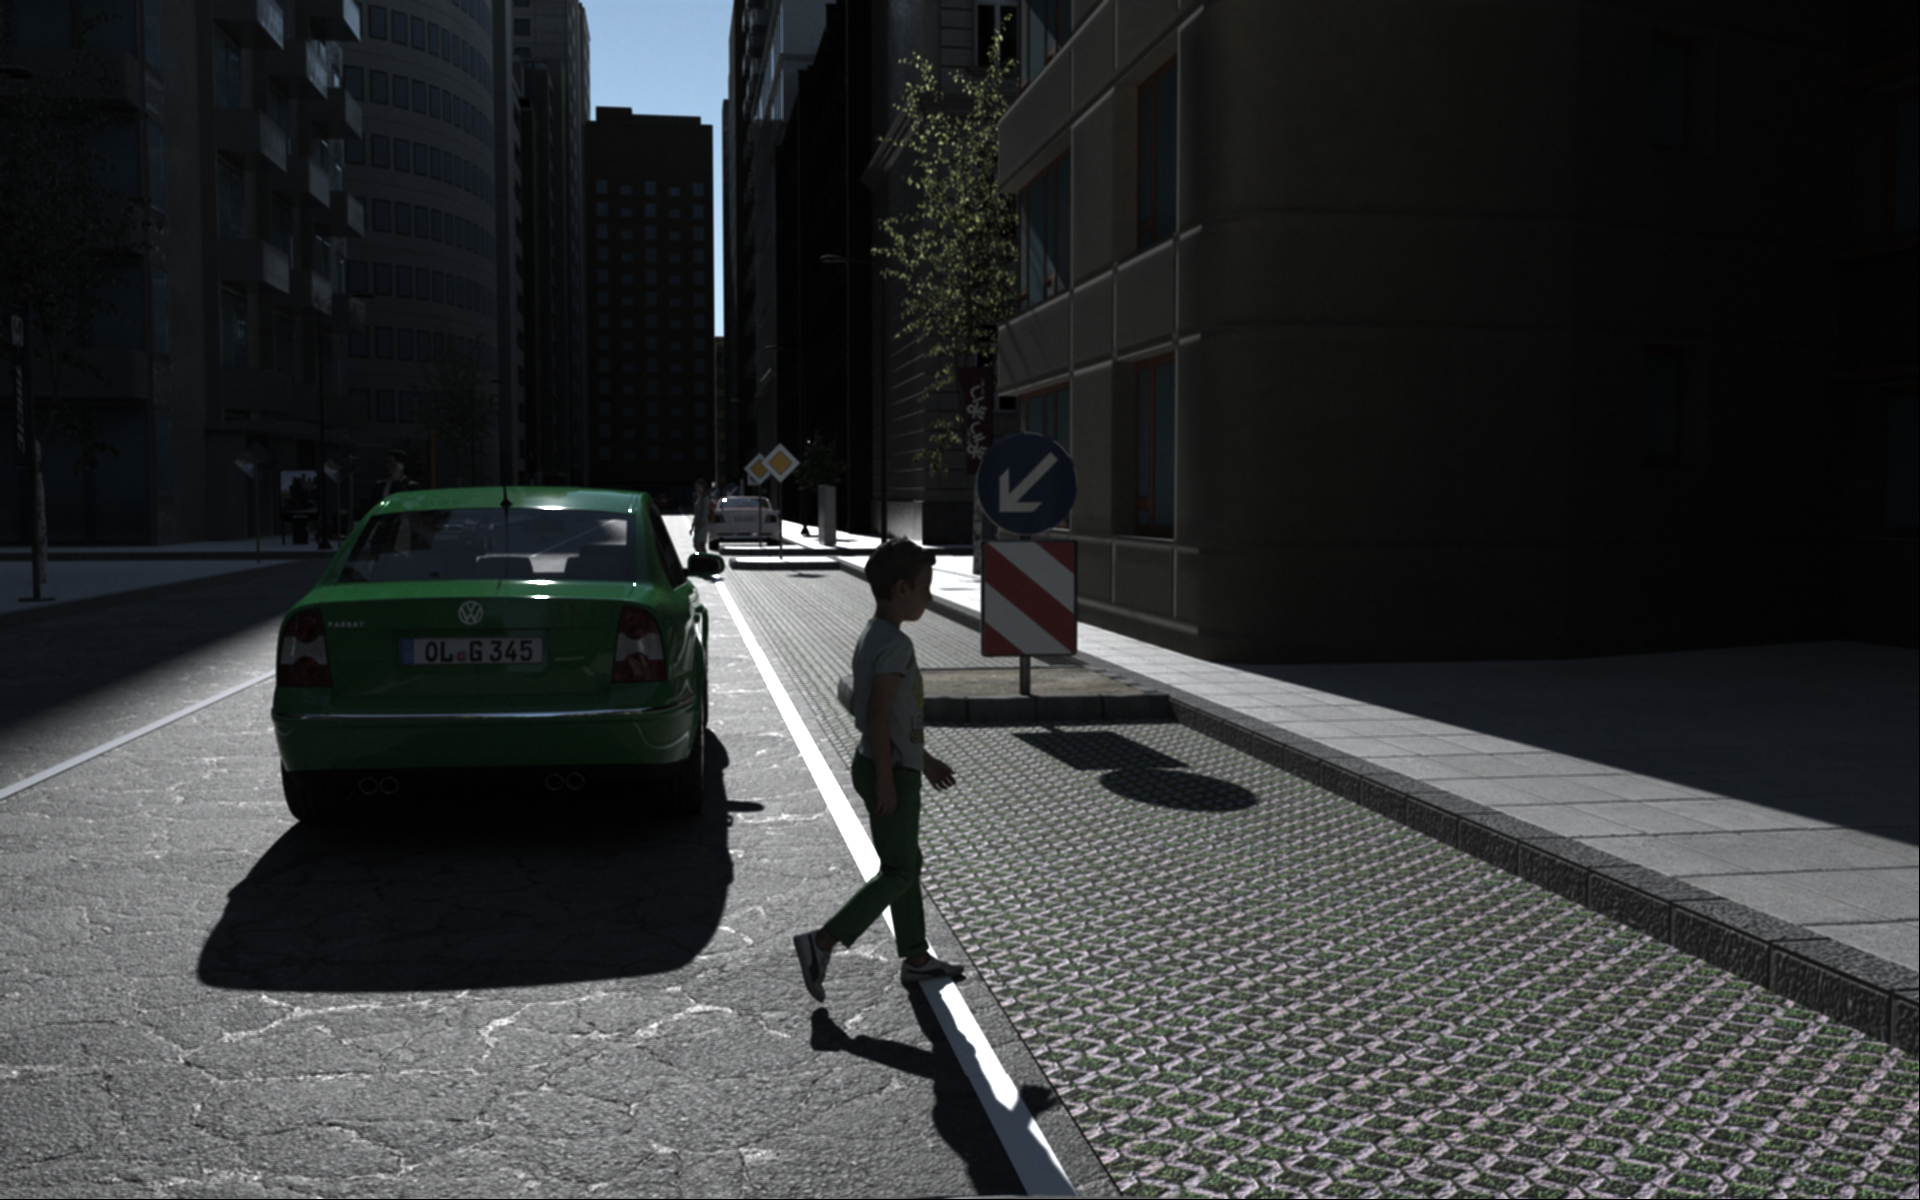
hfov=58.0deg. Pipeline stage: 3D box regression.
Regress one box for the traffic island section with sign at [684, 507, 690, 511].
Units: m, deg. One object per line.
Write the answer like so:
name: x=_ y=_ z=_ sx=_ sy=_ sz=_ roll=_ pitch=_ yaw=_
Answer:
traffic island section with sign: x=-21.527 y=-8.182 z=142.399 sx=1.989 sy=1.847 sz=2.006 roll=-1 pitch=4 yaw=-9

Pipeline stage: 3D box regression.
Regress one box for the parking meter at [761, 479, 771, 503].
parking meter: x=-7.687 y=-3.829 z=68.309 sx=0.399 sy=1.863 sz=0.255 roll=0 pitch=4 yaw=7

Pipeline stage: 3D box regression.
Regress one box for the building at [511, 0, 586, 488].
building: x=-49.248 y=-45.068 z=175.107 sx=20.611 sy=71.187 sz=20.563 roll=-1 pitch=4 yaw=-9

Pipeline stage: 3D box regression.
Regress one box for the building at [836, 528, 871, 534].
building: x=1.208 y=-14.316 z=63.751 sx=12.332 sy=23.373 sz=15.834 roll=-1 pitch=4 yaw=-9

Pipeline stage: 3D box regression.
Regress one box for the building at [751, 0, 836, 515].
building: x=-5.932 y=-19.848 z=102.007 sx=11.434 sy=29.767 sz=29.804 roll=-1 pitch=4 yaw=-9

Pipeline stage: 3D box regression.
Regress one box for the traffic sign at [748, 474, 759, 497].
traffic sign: x=-9.923 y=-4.969 z=83.376 sx=0.606 sy=2.300 sz=0.079 roll=0 pitch=4 yaw=-5

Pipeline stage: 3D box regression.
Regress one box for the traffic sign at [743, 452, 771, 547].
traffic sign: x=-4.809 y=-2.324 z=41.647 sx=0.795 sy=2.450 sz=0.064 roll=-1 pitch=4 yaw=-9

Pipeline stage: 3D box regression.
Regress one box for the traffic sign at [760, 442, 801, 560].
traffic sign: x=-3.499 y=-1.843 z=33.770 sx=0.795 sy=2.450 sz=0.064 roll=-1 pitch=4 yaw=-9

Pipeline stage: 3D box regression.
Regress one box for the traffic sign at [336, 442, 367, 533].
traffic sign: x=-14.840 y=-2.575 z=42.211 sx=0.768 sy=2.556 sz=0.104 roll=0 pitch=4 yaw=-3

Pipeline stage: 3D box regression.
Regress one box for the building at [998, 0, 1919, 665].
building: x=16.476 y=-10.037 z=9.141 sx=27.650 sy=21.520 sz=28.899 roll=-1 pitch=4 yaw=-9

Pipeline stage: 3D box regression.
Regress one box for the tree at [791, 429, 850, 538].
tree: x=-4.330 y=-3.482 z=51.529 sx=1.663 sy=3.219 sz=1.824 roll=0 pitch=3 yaw=0

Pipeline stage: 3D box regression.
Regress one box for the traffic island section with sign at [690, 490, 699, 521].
traffic island section with sign: x=-13.339 y=-5.169 z=93.141 sx=1.989 sy=1.847 sz=2.006 roll=-1 pitch=4 yaw=-9

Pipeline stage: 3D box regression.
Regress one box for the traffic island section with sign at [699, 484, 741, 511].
traffic island section with sign: x=-8.870 y=-3.531 z=66.358 sx=1.989 sy=1.847 sz=2.006 roll=-1 pitch=4 yaw=-9

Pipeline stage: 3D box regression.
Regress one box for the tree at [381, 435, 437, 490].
tree: x=-18.038 y=-3.814 z=56.958 sx=1.663 sy=3.219 sz=1.824 roll=0 pitch=3 yaw=0

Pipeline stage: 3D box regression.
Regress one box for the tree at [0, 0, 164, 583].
tree: x=-13.266 y=-4.533 z=24.474 sx=4.360 sy=8.622 sz=3.978 roll=0 pitch=3 yaw=0

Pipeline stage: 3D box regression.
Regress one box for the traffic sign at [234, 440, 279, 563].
traffic sign: x=-13.066 y=-1.747 z=32.206 sx=0.795 sy=2.450 sz=0.064 roll=-1 pitch=4 yaw=-9

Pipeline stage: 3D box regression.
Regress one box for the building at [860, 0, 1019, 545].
building: x=10.081 y=-15.469 z=50.186 sx=25.104 sy=27.353 sz=12.463 roll=-1 pitch=4 yaw=-9

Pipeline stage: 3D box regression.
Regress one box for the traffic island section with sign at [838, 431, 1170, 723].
traffic island section with sign: x=0.199 y=-0.191 z=11.755 sx=1.989 sy=1.847 sz=2.006 roll=-1 pitch=4 yaw=-9

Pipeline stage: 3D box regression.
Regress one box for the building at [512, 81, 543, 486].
building: x=-36.752 y=-21.284 z=119.690 sx=14.160 sy=30.474 sz=14.107 roll=-1 pitch=4 yaw=-9

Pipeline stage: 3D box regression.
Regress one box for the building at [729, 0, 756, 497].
building: x=-13.420 y=-30.930 z=155.815 sx=14.600 sy=45.320 sz=14.200 roll=-1 pitch=4 yaw=-9

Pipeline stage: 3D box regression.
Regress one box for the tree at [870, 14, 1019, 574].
tree: x=0.414 y=-4.731 z=27.711 sx=4.360 sy=8.622 sz=3.978 roll=0 pitch=3 yaw=0

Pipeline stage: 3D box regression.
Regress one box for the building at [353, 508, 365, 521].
building: x=-35.590 y=-33.569 z=90.860 sx=21.231 sy=58.520 sz=28.212 roll=-1 pitch=4 yaw=-9

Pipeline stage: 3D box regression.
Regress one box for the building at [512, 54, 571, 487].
building: x=-43.122 y=-28.945 z=156.845 sx=14.154 sy=41.232 sz=14.086 roll=-1 pitch=4 yaw=-9

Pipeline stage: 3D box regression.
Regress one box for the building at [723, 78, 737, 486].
building: x=-15.547 y=-29.750 z=170.012 sx=14.154 sy=41.232 sz=14.086 roll=-1 pitch=4 yaw=-9

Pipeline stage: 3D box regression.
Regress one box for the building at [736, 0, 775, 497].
building: x=-5.287 y=-31.489 z=134.457 sx=23.786 sy=49.044 sz=30.456 roll=-1 pitch=4 yaw=-9

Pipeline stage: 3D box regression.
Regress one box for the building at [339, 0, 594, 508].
building: x=-58.046 y=-40.566 z=205.259 sx=28.212 sy=58.520 sz=21.231 roll=-1 pitch=4 yaw=-9

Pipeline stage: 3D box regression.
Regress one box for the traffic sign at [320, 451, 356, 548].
traffic sign: x=-14.376 y=-2.229 z=40.083 sx=0.795 sy=2.450 sz=0.064 roll=-1 pitch=4 yaw=-9

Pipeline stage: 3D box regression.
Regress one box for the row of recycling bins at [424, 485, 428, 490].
row of recycling bins: x=-24.620 y=-4.302 z=77.458 sx=1.069 sy=1.692 sz=3.534 roll=-3 pitch=5 yaw=-44

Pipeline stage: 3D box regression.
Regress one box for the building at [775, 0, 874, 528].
building: x=-1.818 y=-15.298 z=79.795 sx=12.332 sy=23.373 sz=15.834 roll=-1 pitch=4 yaw=-9

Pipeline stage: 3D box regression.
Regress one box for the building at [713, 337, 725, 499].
building: x=-15.893 y=-22.680 z=215.849 sx=28.899 sy=21.520 sz=27.650 roll=-1 pitch=4 yaw=-9

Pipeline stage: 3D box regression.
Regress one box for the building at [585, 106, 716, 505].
building: x=-36.338 y=-33.901 z=204.387 sx=14.200 sy=45.320 sz=14.600 roll=-1 pitch=4 yaw=-9

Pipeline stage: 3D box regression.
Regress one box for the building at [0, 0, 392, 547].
building: x=-31.166 y=-26.444 z=51.976 sx=23.786 sy=49.044 sz=30.456 roll=-1 pitch=4 yaw=-9

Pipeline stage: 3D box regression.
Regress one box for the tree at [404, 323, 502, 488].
tree: x=-21.440 y=-7.558 z=73.929 sx=4.737 sy=8.622 sz=4.395 roll=0 pitch=3 yaw=0

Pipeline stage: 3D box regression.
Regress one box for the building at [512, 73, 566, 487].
building: x=-48.140 y=-27.211 z=136.781 sx=32.217 sy=40.220 sz=23.993 roll=-1 pitch=4 yaw=-9
